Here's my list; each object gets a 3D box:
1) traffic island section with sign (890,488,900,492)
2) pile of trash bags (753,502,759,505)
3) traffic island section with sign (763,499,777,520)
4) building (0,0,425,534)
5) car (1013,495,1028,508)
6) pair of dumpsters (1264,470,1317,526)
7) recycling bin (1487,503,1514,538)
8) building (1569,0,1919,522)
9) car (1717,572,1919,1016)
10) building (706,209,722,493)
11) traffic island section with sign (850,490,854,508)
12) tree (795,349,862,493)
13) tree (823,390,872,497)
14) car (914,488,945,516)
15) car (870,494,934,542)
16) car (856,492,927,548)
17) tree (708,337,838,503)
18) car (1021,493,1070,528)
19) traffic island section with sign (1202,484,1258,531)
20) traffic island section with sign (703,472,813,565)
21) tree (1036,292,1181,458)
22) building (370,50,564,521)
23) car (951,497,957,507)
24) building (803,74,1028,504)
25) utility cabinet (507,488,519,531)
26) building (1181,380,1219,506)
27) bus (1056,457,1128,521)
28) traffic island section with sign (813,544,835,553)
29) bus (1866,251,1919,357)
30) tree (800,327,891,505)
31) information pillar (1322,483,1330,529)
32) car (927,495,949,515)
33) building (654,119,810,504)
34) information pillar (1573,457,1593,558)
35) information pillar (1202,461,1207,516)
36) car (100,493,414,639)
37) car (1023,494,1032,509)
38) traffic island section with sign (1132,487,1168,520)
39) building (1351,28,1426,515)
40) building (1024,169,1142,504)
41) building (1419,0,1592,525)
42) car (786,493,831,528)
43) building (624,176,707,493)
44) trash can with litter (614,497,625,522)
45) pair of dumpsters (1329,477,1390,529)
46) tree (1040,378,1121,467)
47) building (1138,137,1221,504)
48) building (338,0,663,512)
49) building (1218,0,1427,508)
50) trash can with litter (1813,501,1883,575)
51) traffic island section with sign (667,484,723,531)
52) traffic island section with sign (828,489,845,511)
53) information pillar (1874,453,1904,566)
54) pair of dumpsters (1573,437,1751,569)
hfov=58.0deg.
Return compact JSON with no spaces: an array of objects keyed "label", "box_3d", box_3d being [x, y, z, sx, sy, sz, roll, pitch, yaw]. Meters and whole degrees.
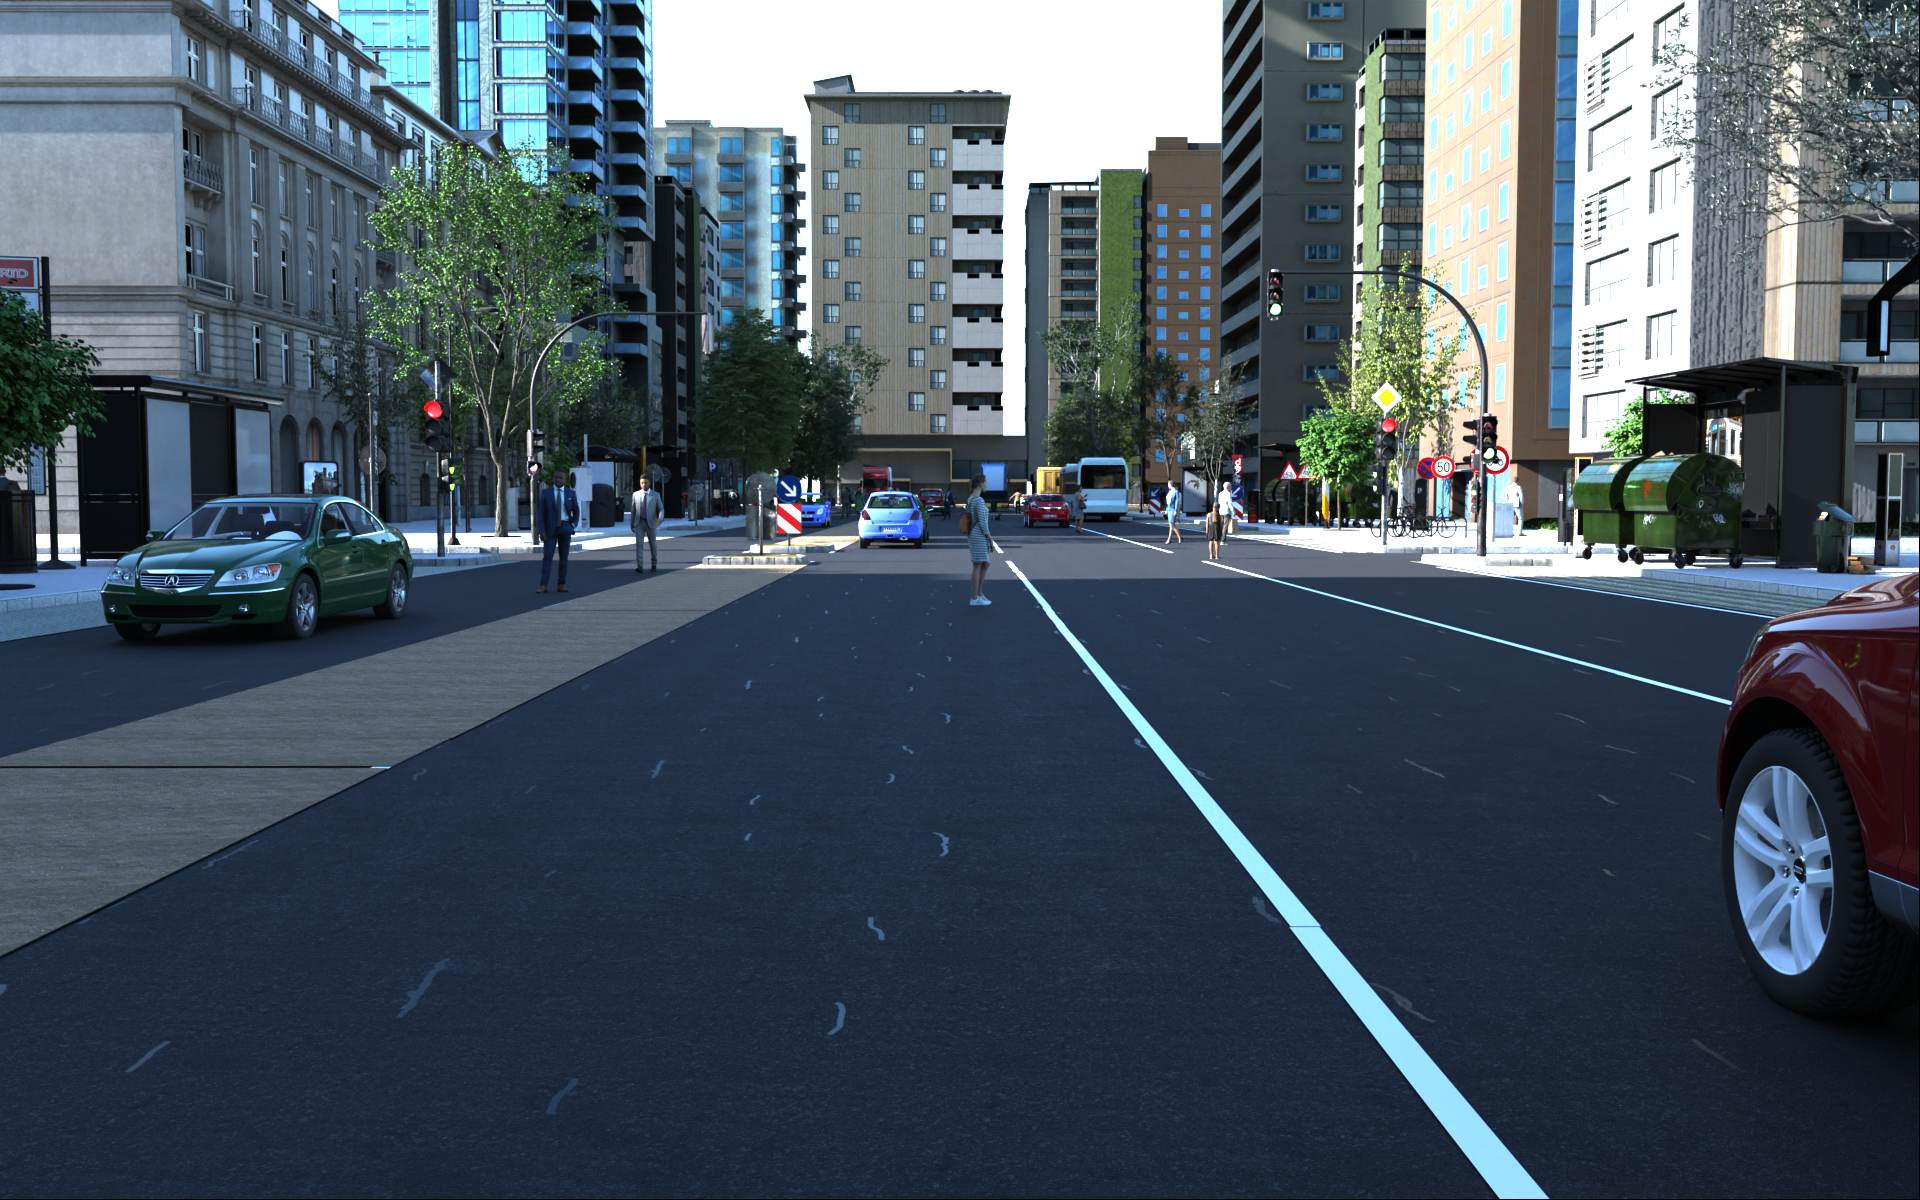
[{"label":"traffic island section with sign","box_3d":[-4.474,-6.735,118.258,2.006,1.907,1.989,0,4,0]},{"label":"pile of trash bags","box_3d":[-14.210,-6.099,109.473,3.447,1.369,1.912,-1,4,-20]},{"label":"traffic island section with sign","box_3d":[-10.524,-5.312,95.477,1.989,1.847,2.006,0,4,0]},{"label":"building","box_3d":[-30.563,-13.708,65.928,13.314,21.916,24.055,0,4,0]},{"label":"car","box_3d":[6.437,-9.959,175.197,2.083,1.381,4.827,0,4,-1]},{"label":"pair of dumpsters","box_3d":[13.828,-4.260,72.138,1.574,2.255,4.437,0,3,0]},{"label":"recycling bin","box_3d":[15.773,-2.346,50.916,0.722,1.027,0.722,-1,4,-16]},{"label":"building","box_3d":[30.830,-23.032,60.161,14.086,41.232,14.154,0,4,0]},{"label":"car","box_3d":[3.290,0.337,3.166,2.281,1.827,5.304,0,4,0]},{"label":"building","box_3d":[-31.665,-24.729,176.027,14.107,30.474,14.160,0,4,0]},{"label":"traffic island section with sign","box_3d":[-10.807,-10.015,172.377,1.989,1.847,2.006,0,4,0]},{"label":"tree","box_3d":[-13.387,-15.126,153.971,9.857,13.997,8.962,0,3,0]},{"label":"tree","box_3d":[-14.526,-16.672,182.963,12.009,13.543,11.850,0,3,0]},{"label":"car","box_3d":[-1.926,-6.508,115.072,2.281,1.827,5.304,0,4,-1]},{"label":"car","box_3d":[-1.882,-2.513,52.889,2.131,1.459,4.920,0,4,1]},{"label":"car","box_3d":[-1.851,-2.283,46.918,1.945,1.707,3.694,0,4,-1]},{"label":"tree","box_3d":[-13.145,-12.791,126.139,9.611,12.733,9.660,0,3,0]},{"label":"car","box_3d":[3.751,-4.046,75.184,2.155,1.783,4.494,0,4,-1]},{"label":"traffic island section with sign","box_3d":[10.584,-3.638,68.112,1.989,1.847,2.006,0,4,0]},{"label":"traffic island section with sign","box_3d":[-4.175,-1.687,35.713,2.006,1.907,1.989,0,4,0]},{"label":"tree","box_3d":[13.883,-18.752,162.484,12.611,20.169,13.585,0,3,0]},{"label":"building","box_3d":[-31.164,-16.895,95.315,14.460,24.649,34.723,0,4,0]},{"label":"car","box_3d":[-1.339,-10.704,187.584,1.945,1.354,3.894,0,4,0]},{"label":"building","box_3d":[-5.384,-38.973,226.449,27.495,52.752,28.713,0,4,0]},{"label":"utility cabinet","box_3d":[-15.591,-3.161,60.356,0.318,1.500,1.173,-1,4,-11]},{"label":"building","box_3d":[34.738,-52.223,166.524,22.319,86.520,31.000,0,4,0]},{"label":"bus","box_3d":[7.080,-6.054,93.838,2.948,3.499,13.247,0,4,-1]},{"label":"traffic island section with sign","box_3d":[-4.192,-2.140,43.120,2.006,1.907,1.989,0,4,0]},{"label":"bus","box_3d":[7.462,-0.850,5.451,2.896,3.916,12.252,0,4,0]},{"label":"tree","box_3d":[-14.556,-20.830,196.461,12.611,20.169,13.585,0,3,0]},{"label":"information pillar","box_3d":[13.501,-4.433,63.831,0.183,3.616,0.504,2,4,32]},{"label":"car","box_3d":[-1.581,-6.710,121.703,2.014,1.417,4.499,0,4,-1]},{"label":"building","box_3d":[-34.727,-36.979,224.209,30.456,49.044,23.786,0,4,0]},{"label":"information pillar","box_3d":[12.436,-1.839,34.562,0.304,2.012,0.304,1,4,13]},{"label":"information pillar","box_3d":[14.159,-6.656,100.179,0.183,3.616,0.504,0,4,-4]},{"label":"car","box_3d":[-7.363,-0.415,18.583,2.131,1.459,4.920,0,4,0]},{"label":"car","box_3d":[6.297,-8.106,144.533,2.014,1.417,4.499,0,4,-2]},{"label":"traffic island section with sign","box_3d":[10.496,-5.287,95.067,1.989,1.847,2.006,0,4,0]},{"label":"building","box_3d":[32.416,-20.781,111.478,14.160,30.474,14.107,0,4,0]},{"label":"building","box_3d":[15.431,-32.817,220.146,14.086,41.232,14.154,0,4,0]},{"label":"building","box_3d":[29.522,-26.107,76.960,14.600,45.320,14.200,0,4,0]},{"label":"car","box_3d":[-6.551,-4.011,75.179,1.945,1.707,3.694,0,4,-1]},{"label":"building","box_3d":[-31.288,-23.537,156.525,14.160,30.474,14.107,0,4,0]},{"label":"trash can with litter","box_3d":[-15.756,-4.133,78.966,1.055,1.170,0.624,3,4,39]},{"label":"pair of dumpsters","box_3d":[15.221,-3.906,66.360,1.574,2.255,4.437,0,4,0]},{"label":"tree","box_3d":[13.493,-17.430,191.629,9.857,13.997,8.962,0,3,0]},{"label":"building","box_3d":[30.108,-34.864,220.137,14.200,45.320,14.600,0,4,0]},{"label":"building","box_3d":[-34.786,-50.114,132.037,22.319,86.520,31.000,0,4,0]},{"label":"building","box_3d":[33.505,-31.665,141.428,21.300,48.544,21.600,0,4,0]},{"label":"trash can with litter","box_3d":[14.345,-1.013,27.947,0.624,1.170,1.055,-2,4,-31]},{"label":"traffic island section with sign","box_3d":[-10.444,-3.663,68.522,1.989,1.847,2.006,0,4,0]},{"label":"traffic island section with sign","box_3d":[-10.703,-8.353,145.201,1.989,1.847,2.006,0,4,0]},{"label":"information pillar","box_3d":[16.552,-1.613,30.872,0.304,2.012,0.304,-1,4,-8]},{"label":"pair of dumpsters","box_3d":[12.788,-1.788,31.733,1.574,2.255,4.437,0,4,0]}]
